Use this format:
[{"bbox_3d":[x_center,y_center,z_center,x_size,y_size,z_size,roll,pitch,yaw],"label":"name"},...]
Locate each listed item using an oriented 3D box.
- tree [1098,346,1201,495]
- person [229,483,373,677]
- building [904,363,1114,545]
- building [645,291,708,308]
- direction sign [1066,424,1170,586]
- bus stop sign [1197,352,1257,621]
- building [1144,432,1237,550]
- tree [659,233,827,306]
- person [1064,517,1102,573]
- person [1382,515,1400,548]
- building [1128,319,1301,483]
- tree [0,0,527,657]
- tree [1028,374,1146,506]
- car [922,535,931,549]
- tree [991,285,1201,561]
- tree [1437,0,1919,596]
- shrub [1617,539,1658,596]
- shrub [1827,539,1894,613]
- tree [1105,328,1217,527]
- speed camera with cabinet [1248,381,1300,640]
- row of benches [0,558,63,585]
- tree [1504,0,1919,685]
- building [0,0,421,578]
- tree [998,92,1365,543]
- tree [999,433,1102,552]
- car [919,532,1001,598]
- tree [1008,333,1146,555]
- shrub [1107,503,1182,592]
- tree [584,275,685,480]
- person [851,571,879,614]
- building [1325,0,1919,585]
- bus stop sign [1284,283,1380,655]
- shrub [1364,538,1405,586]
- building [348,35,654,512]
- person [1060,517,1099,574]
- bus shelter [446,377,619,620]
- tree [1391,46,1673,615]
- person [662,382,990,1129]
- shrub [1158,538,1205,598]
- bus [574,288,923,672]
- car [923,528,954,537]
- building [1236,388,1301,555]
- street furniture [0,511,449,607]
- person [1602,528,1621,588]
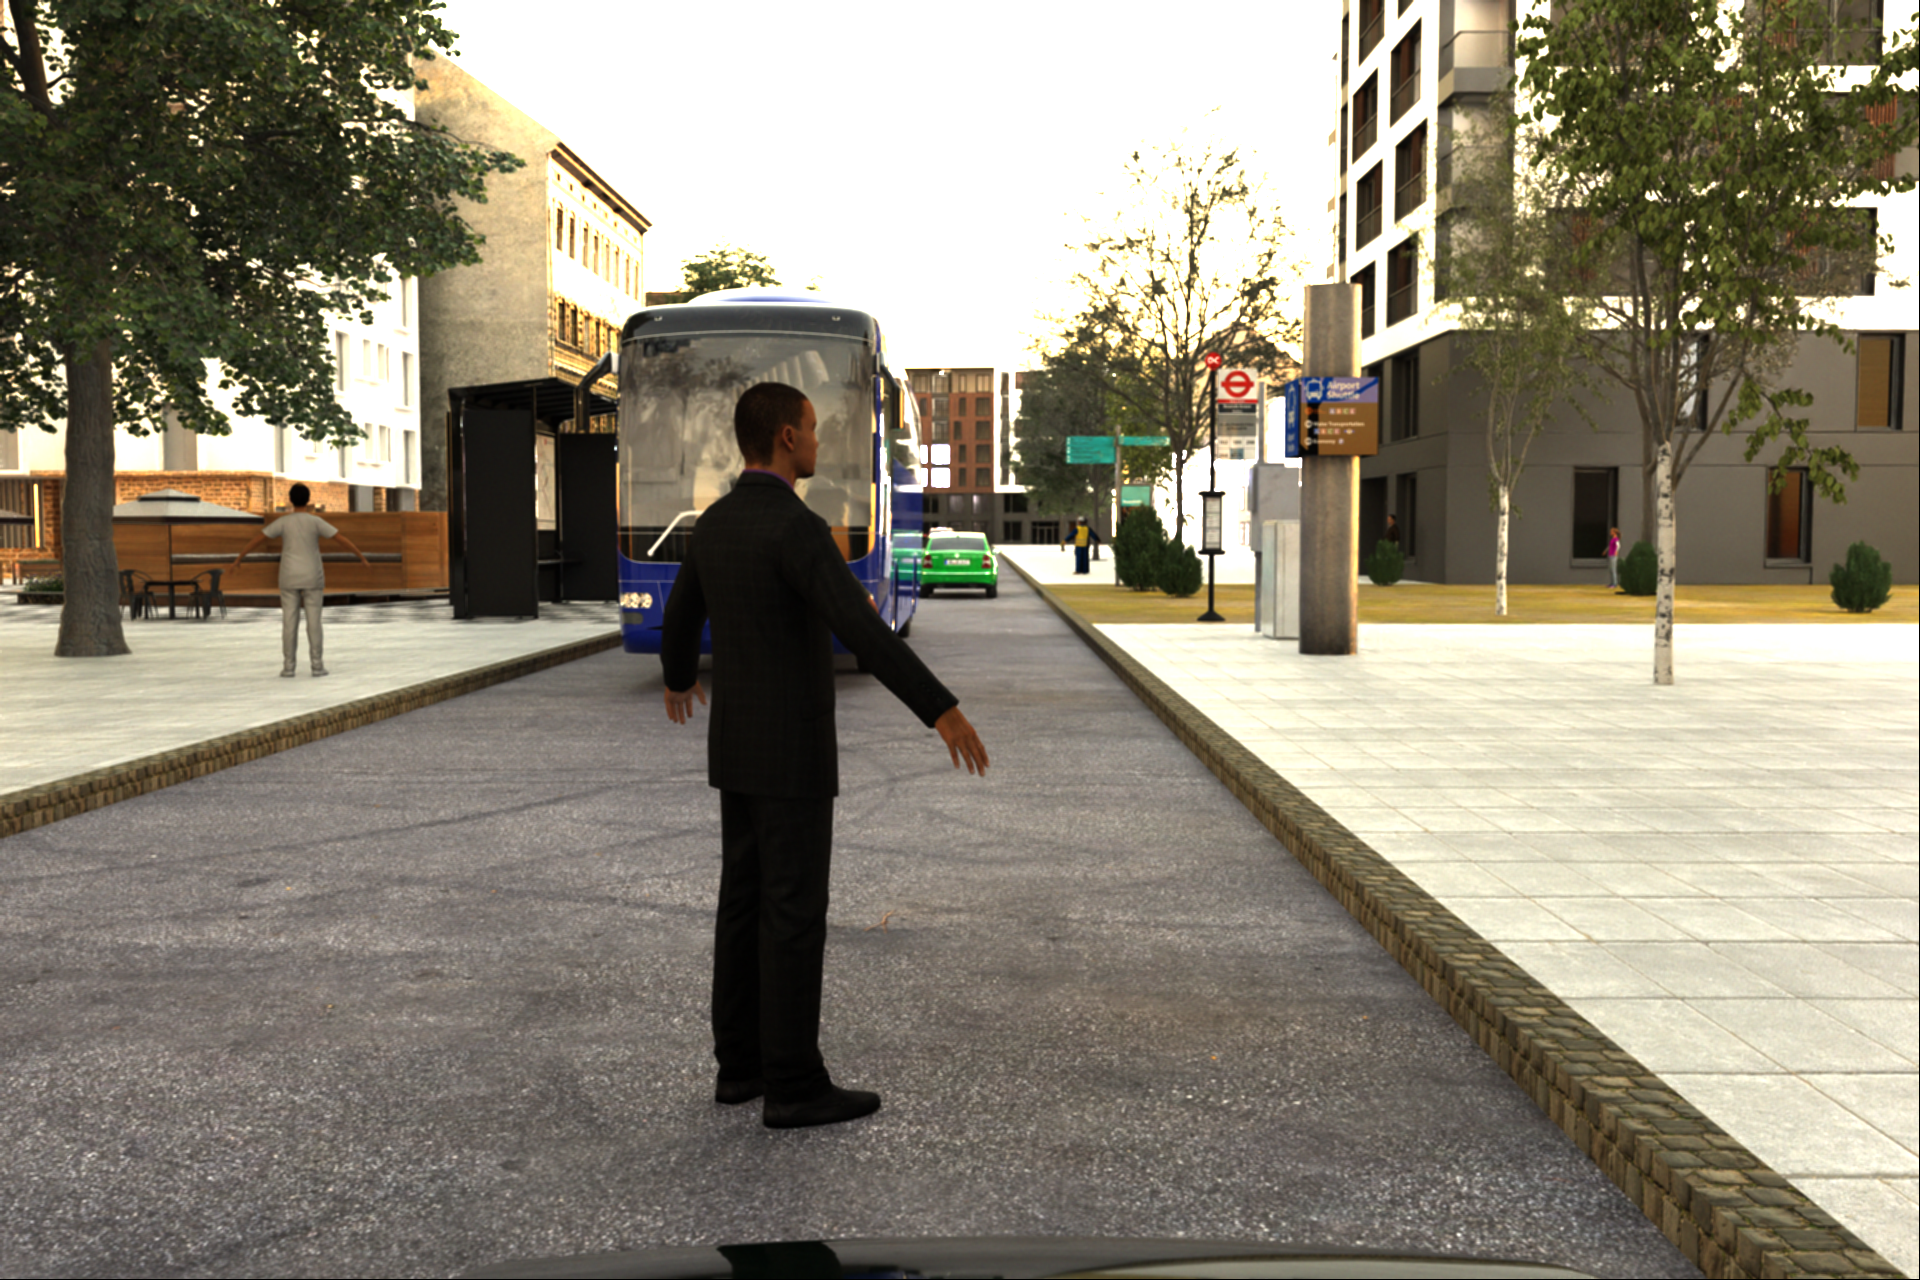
[{"bbox_3d":[7.256,-7.260,69.069,4.737,8.622,4.395,0,3,0],"label":"tree"},{"bbox_3d":[-5.957,-0.545,15.679,1.217,1.739,0.721,-1,4,-18],"label":"person"},{"bbox_3d":[3.277,-22.886,220.610,32.646,21.610,27.936,0,4,6],"label":"building"},{"bbox_3d":[-25.778,-19.467,162.264,27.936,21.610,32.646,0,4,1],"label":"building"},{"bbox_3d":[3.861,-3.240,41.740,2.525,3.948,1.411,0,4,-1],"label":"direction sign"},{"bbox_3d":[3.936,-2.252,25.520,0.855,3.939,0.416,0,4,0],"label":"bus stop sign"},{"bbox_3d":[21.984,-13.018,154.990,9.099,9.664,28.070,0,4,1],"label":"building"},{"bbox_3d":[-8.891,-10.196,73.354,9.857,13.997,8.962,0,3,0],"label":"tree"},{"bbox_3d":[4.056,-3.113,56.825,1.347,1.837,0.705,-1,4,-18],"label":"person"},{"bbox_3d":[11.717,-2.508,47.139,0.704,1.812,1.346,0,4,-7],"label":"person"},{"bbox_3d":[28.218,-21.701,185.744,19.493,23.208,18.063,0,4,0],"label":"building"},{"bbox_3d":[-9.245,-6.816,18.091,9.857,13.997,8.962,0,3,0],"label":"tree"},{"bbox_3d":[7.242,-9.847,95.418,7.601,10.594,8.767,-1,4,-15],"label":"tree"},{"bbox_3d":[-0.427,-2.666,53.380,2.009,1.686,4.222,0,3,0],"label":"car"},{"bbox_3d":[6.691,-10.596,83.610,12.009,13.543,11.850,0,3,0],"label":"tree"},{"bbox_3d":[14.588,-7.696,36.207,12.009,13.543,11.850,0,3,0],"label":"tree"},{"bbox_3d":[14.100,-1.513,35.847,1.383,1.207,1.383,0,3,0],"label":"shrub"},{"bbox_3d":[14.700,-1.050,28.288,1.383,1.207,1.383,0,3,0],"label":"shrub"},{"bbox_3d":[6.825,-6.778,61.183,4.737,8.622,4.395,0,3,0],"label":"tree"},{"bbox_3d":[4.094,-1.682,21.844,0.660,3.252,2.038,0,4,1],"label":"speed camera with cabinet"},{"bbox_3d":[-23.556,-1.751,44.099,4.104,0.672,1.422,-3,5,-43],"label":"row of benches"},{"bbox_3d":[6.090,-3.911,14.316,4.737,8.622,4.395,0,3,0],"label":"tree"},{"bbox_3d":[-25.250,-11.928,51.447,16.016,20.090,11.380,0,4,1],"label":"building"},{"bbox_3d":[6.254,-8.464,48.757,12.009,13.543,11.850,0,3,0],"label":"tree"},{"bbox_3d":[7.358,-11.675,125.304,8.767,10.594,7.601,-1,4,-20],"label":"tree"},{"bbox_3d":[-0.030,-1.917,40.134,1.959,1.807,4.718,0,4,1],"label":"car"},{"bbox_3d":[7.322,-12.247,106.898,9.857,13.997,8.962,0,3,0],"label":"tree"},{"bbox_3d":[4.143,-2.101,38.769,1.690,2.028,1.600,0,3,0],"label":"shrub"},{"bbox_3d":[-9.303,-6.086,49.870,4.360,8.622,3.978,0,3,0],"label":"tree"},{"bbox_3d":[-1.198,-0.146,11.118,1.348,1.796,0.705,0,4,3],"label":"person"},{"bbox_3d":[26.321,-13.171,59.323,27.936,21.610,32.646,0,4,0],"label":"building"},{"bbox_3d":[3.956,-1.804,18.516,0.837,3.901,0.837,0,4,0],"label":"bus stop sign"},{"bbox_3d":[10.486,-1.934,42.743,1.383,1.207,1.383,0,3,0],"label":"shrub"},{"bbox_3d":[-24.771,-14.961,75.542,19.493,23.208,18.063,0,4,1],"label":"building"},{"bbox_3d":[3.855,-3.017,55.299,1.349,1.833,0.705,-1,4,-23],"label":"person"},{"bbox_3d":[-6.831,-2.308,29.019,1.731,3.624,6.357,0,4,1],"label":"bus shelter"},{"bbox_3d":[8.343,-4.700,27.203,4.360,8.622,3.978,0,3,0],"label":"tree"},{"bbox_3d":[-0.436,0.268,4.304,0.704,1.802,1.346,-3,4,-38],"label":"person"},{"bbox_3d":[4.454,-1.454,34.887,1.383,1.207,1.383,0,3,0],"label":"shrub"},{"bbox_3d":[-1.889,-1.814,21.205,2.896,3.916,12.251,0,4,0],"label":"bus"},{"bbox_3d":[-1.174,-6.160,109.395,2.281,1.827,5.304,0,4,0],"label":"car"},{"bbox_3d":[22.209,-9.552,98.328,9.099,9.664,28.070,0,4,1],"label":"building"},{"bbox_3d":[-13.741,-1.726,35.072,11.010,1.723,9.812,1,4,15],"label":"street furniture"},{"bbox_3d":[15.545,-1.964,41.380,0.599,1.433,0.991,0,4,4],"label":"person"}]
